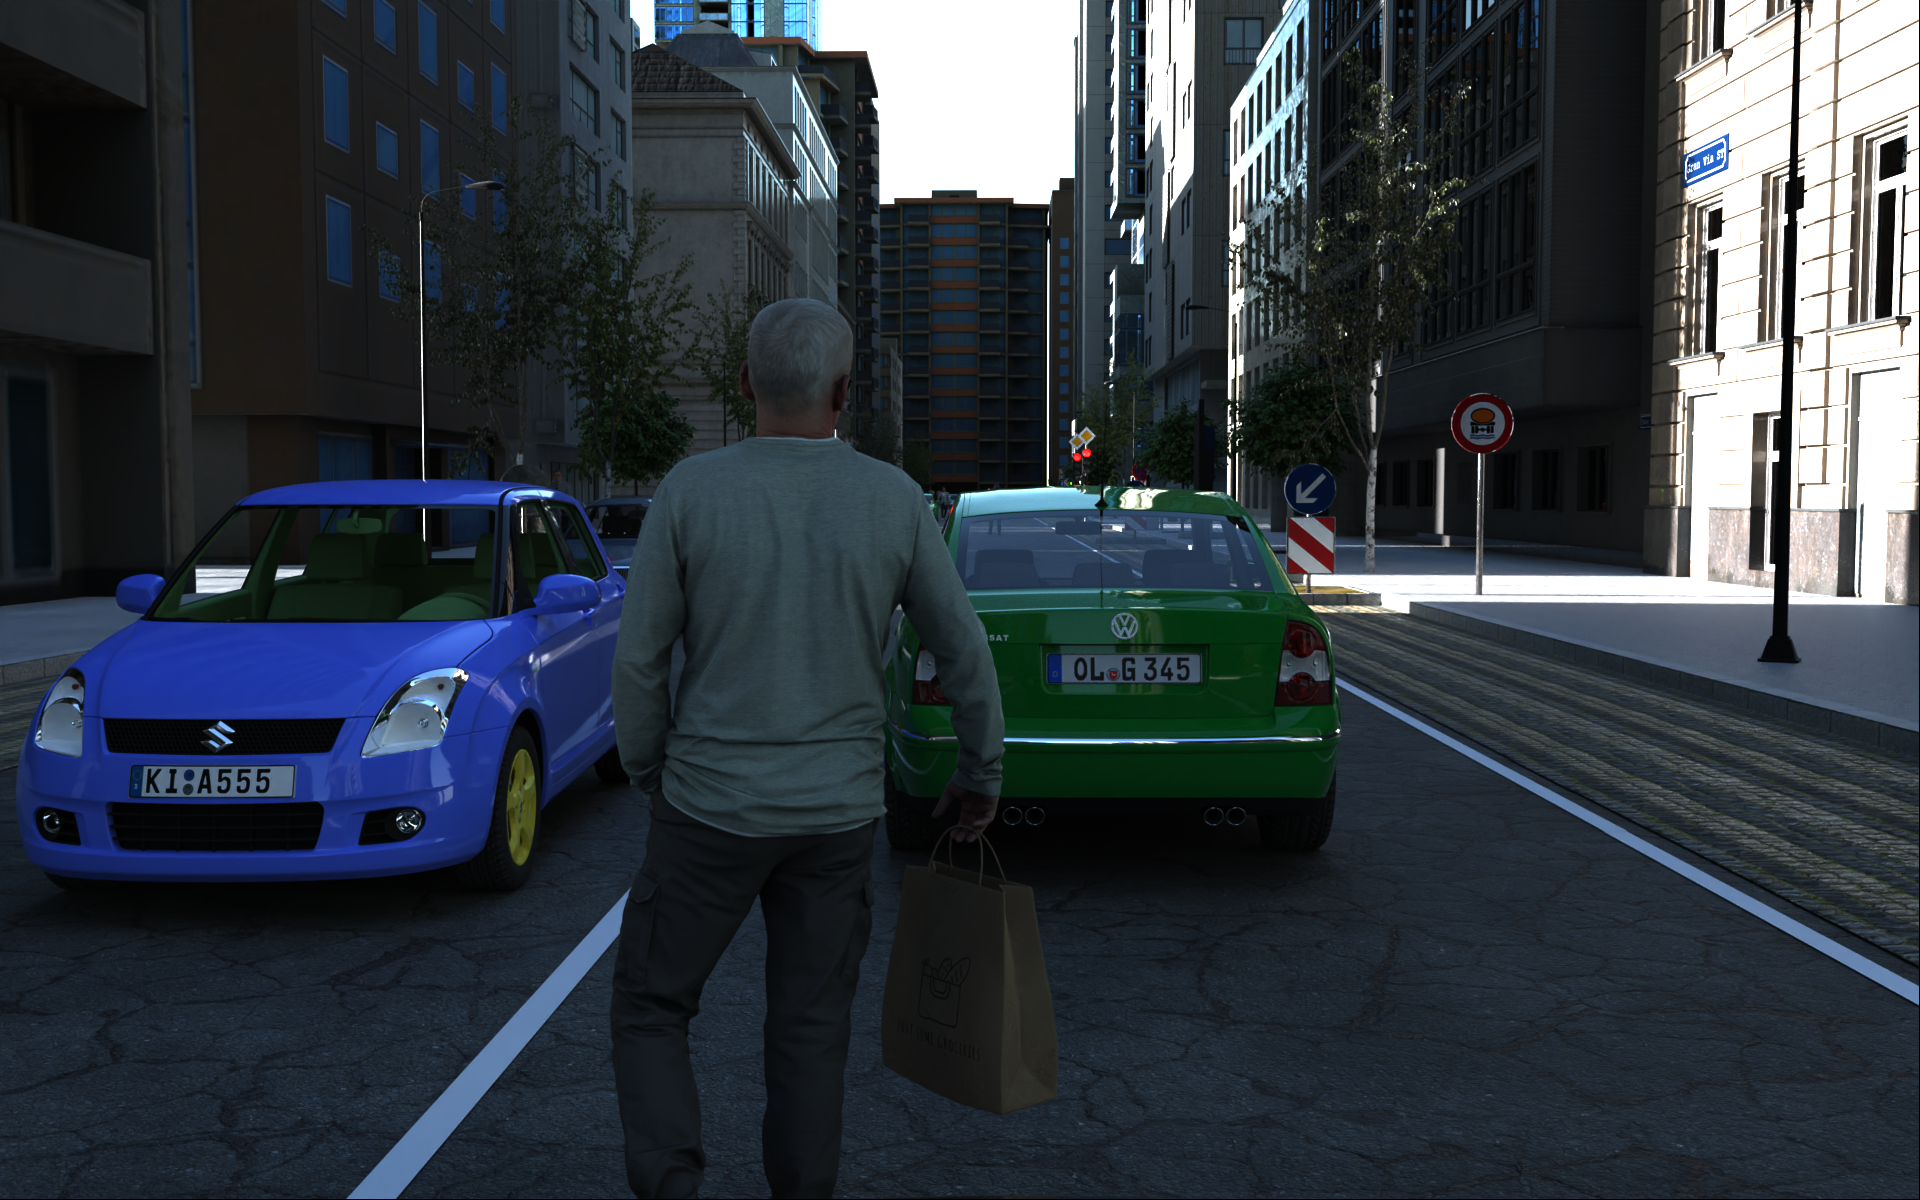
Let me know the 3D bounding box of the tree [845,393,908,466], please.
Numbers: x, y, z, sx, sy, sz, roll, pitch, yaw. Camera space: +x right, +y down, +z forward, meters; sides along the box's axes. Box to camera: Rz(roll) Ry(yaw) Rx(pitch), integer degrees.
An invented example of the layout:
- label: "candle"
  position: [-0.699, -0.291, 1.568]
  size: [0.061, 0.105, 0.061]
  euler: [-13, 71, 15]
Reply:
- label: "tree"
  position: [-6.264, -10.714, 125.539]
  size: [4.360, 8.622, 3.978]
  euler: [0, 3, 0]

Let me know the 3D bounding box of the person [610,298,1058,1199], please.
- label: "person"
  position: [-0.219, 0.366, 2.995]
  size: [0.782, 1.767, 0.515]
  euler: [-1, 4, -16]

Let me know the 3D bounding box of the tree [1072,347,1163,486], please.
- label: "tree"
  position: [7.897, -8.307, 86.186]
  size: [4.737, 8.622, 4.395]
  euler: [0, 3, 0]

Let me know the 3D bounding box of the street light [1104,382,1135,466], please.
- label: "street light"
  position: [6.656, -6.057, 71.580]
  size: [1.470, 5.913, 1.316]
  euler: [0, 4, 1]

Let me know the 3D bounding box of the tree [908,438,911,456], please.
- label: "tree"
  position: [-6.270, -12.095, 148.112]
  size: [4.360, 8.622, 3.978]
  euler: [0, 3, 0]

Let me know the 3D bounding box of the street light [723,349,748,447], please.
- label: "street light"
  position: [-6.941, -5.051, 55.122]
  size: [1.470, 5.913, 1.316]
  euler: [0, 4, 1]

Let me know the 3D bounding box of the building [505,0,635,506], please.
- label: "building"
  position: [-19.280, -23.065, 60.716]
  size: [14.086, 41.232, 14.154]
  euler: [0, 4, 1]

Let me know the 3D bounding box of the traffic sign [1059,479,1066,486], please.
- label: "traffic sign"
  position: [8.671, -8.906, 145.724]
  size: [0.768, 2.556, 0.104]
  euler: [0, 4, 2]

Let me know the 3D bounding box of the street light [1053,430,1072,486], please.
- label: "street light"
  position: [7.731, -9.384, 125.964]
  size: [1.470, 5.913, 1.316]
  euler: [0, 4, 1]

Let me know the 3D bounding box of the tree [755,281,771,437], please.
- label: "tree"
  position: [-7.235, -6.679, 59.569]
  size: [4.737, 8.622, 4.395]
  euler: [0, 3, 0]

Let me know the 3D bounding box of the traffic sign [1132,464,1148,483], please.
- label: "traffic sign"
  position: [7.042, -4.101, 67.161]
  size: [0.768, 2.556, 0.104]
  euler: [0, 4, 2]

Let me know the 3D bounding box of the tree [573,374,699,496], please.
- label: "tree"
  position: [-8.783, -3.862, 46.855]
  size: [4.285, 4.588, 4.351]
  euler: [0, 3, 0]

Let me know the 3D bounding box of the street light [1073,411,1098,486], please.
- label: "street light"
  position: [7.171, -7.613, 97.020]
  size: [1.470, 5.913, 1.316]
  euler: [0, 4, 1]

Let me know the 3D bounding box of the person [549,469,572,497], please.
- label: "person"
  position: [-8.581, -1.885, 36.970]
  size: [0.635, 1.810, 0.391]
  euler: [1, 4, 12]

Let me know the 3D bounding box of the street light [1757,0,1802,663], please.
- label: "street light"
  position: [5.749, -2.483, 13.133]
  size: [1.470, 5.913, 1.316]
  euler: [0, 4, 1]

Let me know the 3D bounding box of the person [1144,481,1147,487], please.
- label: "person"
  position: [7.556, -3.899, 69.798]
  size: [0.555, 1.821, 0.388]
  euler: [2, 4, 32]

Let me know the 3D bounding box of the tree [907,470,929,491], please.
- label: "tree"
  position: [-5.325, -14.000, 212.612]
  size: [4.285, 4.588, 4.351]
  euler: [0, 3, 0]

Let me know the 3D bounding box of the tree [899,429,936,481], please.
- label: "tree"
  position: [-5.005, -14.997, 195.567]
  size: [4.737, 8.622, 4.395]
  euler: [0, 3, 0]

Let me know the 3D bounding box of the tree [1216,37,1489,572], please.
- label: "tree"
  position: [6.626, -4.771, 28.369]
  size: [4.360, 8.622, 3.978]
  euler: [0, 3, 0]

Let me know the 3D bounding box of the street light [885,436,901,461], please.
- label: "street light"
  position: [-5.435, -10.188, 139.111]
  size: [1.470, 5.913, 1.316]
  euler: [0, 4, 1]

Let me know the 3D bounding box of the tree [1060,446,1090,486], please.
- label: "tree"
  position: [8.045, -7.184, 101.167]
  size: [4.285, 4.588, 4.351]
  euler: [0, 3, 0]

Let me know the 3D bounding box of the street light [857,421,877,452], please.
- label: "street light"
  position: [-5.934, -8.391, 109.741]
  size: [1.470, 5.913, 1.316]
  euler: [0, 4, 1]

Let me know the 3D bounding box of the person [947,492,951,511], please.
- label: "person"
  position: [-1.001, -8.322, 146.380]
  size: [0.589, 1.601, 0.330]
  euler: [0, 4, -6]

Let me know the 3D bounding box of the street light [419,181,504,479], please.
- label: "street light"
  position: [-7.467, -3.263, 25.892]
  size: [1.470, 5.913, 1.316]
  euler: [0, 4, 1]

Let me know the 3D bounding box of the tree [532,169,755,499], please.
- label: "tree"
  position: [-8.111, -5.507, 40.399]
  size: [4.737, 8.622, 4.395]
  euler: [0, 3, 0]

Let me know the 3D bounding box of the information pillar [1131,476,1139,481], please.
- label: "information pillar"
  position: [7.162, -4.040, 70.546]
  size: [0.304, 2.012, 0.304]
  euler: [-2, 4, -25]

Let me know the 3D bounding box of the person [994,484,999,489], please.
- label: "person"
  position: [1.236, -3.173, 60.781]
  size: [0.661, 1.777, 0.834]
  euler: [-1, 4, -21]

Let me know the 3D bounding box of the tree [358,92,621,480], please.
- label: "tree"
  position: [-8.252, -4.954, 31.354]
  size: [4.360, 8.622, 3.978]
  euler: [0, 3, 0]

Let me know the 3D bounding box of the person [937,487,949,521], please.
- label: "person"
  position: [-0.913, -5.234, 93.927]
  size: [0.661, 1.843, 0.795]
  euler: [-1, 4, -10]

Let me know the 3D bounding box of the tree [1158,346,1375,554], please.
- label: "tree"
  position: [7.405, -3.299, 37.657]
  size: [4.285, 4.588, 4.351]
  euler: [0, 3, 0]

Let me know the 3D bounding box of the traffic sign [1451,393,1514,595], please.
- label: "traffic sign"
  position: [6.593, -1.335, 21.932]
  size: [0.768, 2.556, 0.104]
  euler: [0, 4, 7]

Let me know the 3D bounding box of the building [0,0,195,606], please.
- label: "building"
  position: [-20.747, -23.670, 10.711]
  size: [21.300, 48.544, 21.600]
  euler: [0, 4, 1]

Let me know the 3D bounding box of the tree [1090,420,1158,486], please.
- label: "tree"
  position: [7.482, -4.518, 57.576]
  size: [4.285, 4.588, 4.351]
  euler: [0, 3, 0]

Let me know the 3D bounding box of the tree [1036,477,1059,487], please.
- label: "tree"
  position: [9.284, -11.203, 177.767]
  size: [1.663, 3.219, 1.824]
  euler: [0, 3, 0]

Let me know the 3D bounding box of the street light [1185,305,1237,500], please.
- label: "street light"
  position: [6.228, -4.287, 42.634]
  size: [1.470, 5.913, 1.316]
  euler: [0, 4, 1]

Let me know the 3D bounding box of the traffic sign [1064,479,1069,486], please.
- label: "traffic sign"
  position: [8.283, -8.094, 132.063]
  size: [0.795, 2.593, 0.064]
  euler: [0, 4, 3]
